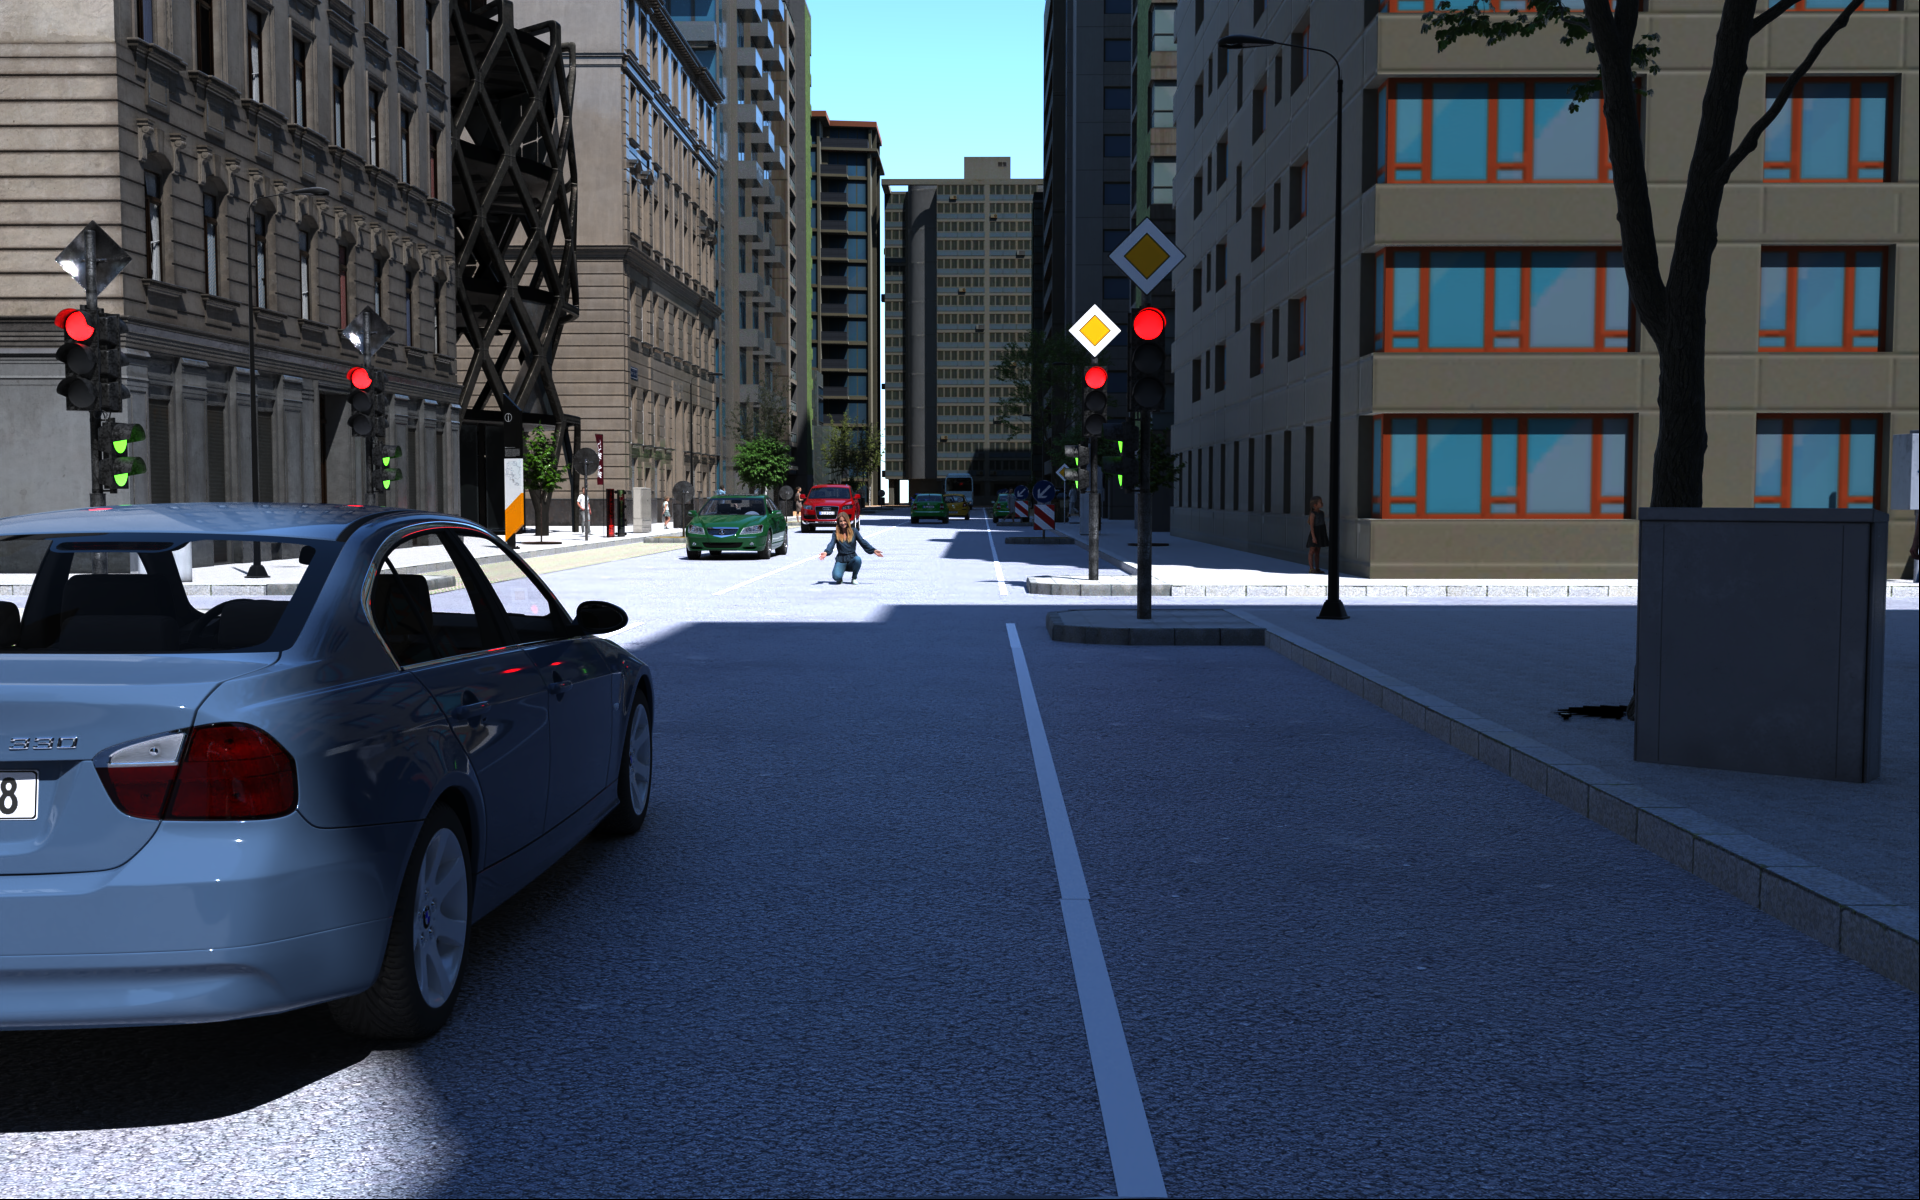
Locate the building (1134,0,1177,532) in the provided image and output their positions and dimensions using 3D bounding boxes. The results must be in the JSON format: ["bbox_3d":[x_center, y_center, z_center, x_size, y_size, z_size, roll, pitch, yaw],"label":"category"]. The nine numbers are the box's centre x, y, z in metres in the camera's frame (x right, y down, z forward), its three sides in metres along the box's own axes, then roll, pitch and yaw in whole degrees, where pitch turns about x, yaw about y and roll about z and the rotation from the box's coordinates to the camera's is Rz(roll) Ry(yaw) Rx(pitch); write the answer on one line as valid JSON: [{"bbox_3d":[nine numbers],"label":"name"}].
[{"bbox_3d":[13.472,-23.282,64.263,14.154,41.232,14.086,0,4,1],"label":"building"}]

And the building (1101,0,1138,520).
[{"bbox_3d":[17.710,-39.783,88.707,20.563,71.187,20.611,0,4,1],"label":"building"}]

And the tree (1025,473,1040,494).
[{"bbox_3d":[6.677,-9.841,155.509,1.663,3.219,1.824,0,3,0],"label":"tree"}]

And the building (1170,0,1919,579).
[{"bbox_3d":[20.806,-11.872,39.143,28.899,21.520,27.650,0,4,1],"label":"building"}]

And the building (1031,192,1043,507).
[{"bbox_3d":[13.866,-24.222,167.737,14.160,30.474,14.107,0,4,1],"label":"building"}]

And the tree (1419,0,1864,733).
[{"bbox_3d":[3.872,-5.112,9.343,9.928,11.665,9.643,0,3,0],"label":"tree"}]

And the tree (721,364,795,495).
[{"bbox_3d":[-11.101,-9.024,97.903,4.360,8.622,3.978,0,3,0],"label":"tree"}]

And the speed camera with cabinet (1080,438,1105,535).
[{"bbox_3d":[4.191,-3.688,54.635,0.660,3.252,2.038,1,4,11],"label":"speed camera with cabinet"}]

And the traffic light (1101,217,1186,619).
[{"bbox_3d":[1.878,-1.761,17.721,0.839,4.253,0.868,0,4,1],"label":"traffic light"}]

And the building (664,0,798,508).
[{"bbox_3d":[-23.729,-30.366,116.100,23.786,49.044,30.456,0,4,1],"label":"building"}]

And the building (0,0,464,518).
[{"bbox_3d":[-17.888,-11.442,36.223,9.793,20.994,18.267,0,4,1],"label":"building"}]

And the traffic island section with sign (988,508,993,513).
[{"bbox_3d":[3.226,-7.325,128.399,1.989,1.847,2.006,0,4,1],"label":"traffic island section with sign"}]

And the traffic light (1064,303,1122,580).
[{"bbox_3d":[1.972,-2.250,25.705,0.839,4.253,0.868,0,4,1],"label":"traffic light"}]

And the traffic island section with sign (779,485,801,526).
[{"bbox_3d":[-7.879,-4.291,78.780,1.989,1.847,2.006,0,4,1],"label":"traffic island section with sign"}]

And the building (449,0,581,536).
[{"bbox_3d":[-20.781,-11.400,53.838,16.820,18.784,16.811,0,4,1],"label":"building"}]

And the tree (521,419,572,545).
[{"bbox_3d":[-10.655,-3.049,44.445,1.663,3.219,1.824,0,3,0],"label":"tree"}]

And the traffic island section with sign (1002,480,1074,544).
[{"bbox_3d":[2.311,-2.556,50.416,1.989,1.847,2.006,0,4,1],"label":"traffic island section with sign"}]

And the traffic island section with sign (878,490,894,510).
[{"bbox_3d":[-6.982,-8.977,155.402,1.989,1.847,2.006,0,4,1],"label":"traffic island section with sign"}]

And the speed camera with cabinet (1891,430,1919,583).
[{"bbox_3d":[14.616,-1.877,25.018,2.038,3.252,0.660,0,4,0],"label":"speed camera with cabinet"}]

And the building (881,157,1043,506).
[{"bbox_3d":[3.109,-31.208,202.138,23.993,40.220,32.217,0,4,1],"label":"building"}]

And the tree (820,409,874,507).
[{"bbox_3d":[-10.467,-12.280,151.133,4.737,8.622,4.395,0,3,0],"label":"tree"}]

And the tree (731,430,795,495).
[{"bbox_3d":[-10.071,-6.432,88.881,4.285,4.588,4.351,0,3,0],"label":"tree"}]

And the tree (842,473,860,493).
[{"bbox_3d":[-9.761,-9.906,156.571,1.663,3.219,1.824,0,3,0],"label":"tree"}]

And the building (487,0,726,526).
[{"bbox_3d":[-18.859,-17.345,80.856,12.463,27.353,25.104,0,4,1],"label":"building"}]

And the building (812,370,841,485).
[{"bbox_3d":[-27.701,-51.982,162.583,31.000,86.520,22.319,0,4,1],"label":"building"}]

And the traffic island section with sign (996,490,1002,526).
[{"bbox_3d":[2.635,-4.232,77.825,1.989,1.847,2.006,0,4,1],"label":"traffic island section with sign"}]

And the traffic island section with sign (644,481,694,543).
[{"bbox_3d":[-8.210,-2.610,51.296,1.989,1.847,2.006,0,4,1],"label":"traffic island section with sign"}]

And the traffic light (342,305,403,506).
[{"bbox_3d":[-8.789,-2.257,25.815,0.839,4.253,0.868,0,4,1],"label":"traffic light"}]

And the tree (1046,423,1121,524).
[{"bbox_3d":[5.418,-5.618,75.572,4.285,4.588,4.351,0,3,0],"label":"tree"}]

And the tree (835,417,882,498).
[{"bbox_3d":[-9.426,-13.010,163.072,4.360,8.622,3.978,0,3,0],"label":"tree"}]

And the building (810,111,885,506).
[{"bbox_3d":[-23.373,-33.219,197.758,28.867,44.769,22.147,0,4,1],"label":"building"}]

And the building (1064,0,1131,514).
[{"bbox_3d":[18.064,-35.606,124.149,21.231,58.520,28.212,0,4,1],"label":"building"}]

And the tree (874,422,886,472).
[{"bbox_3d":[-9.334,-13.874,177.196,4.737,8.622,4.395,0,3,0],"label":"tree"}]

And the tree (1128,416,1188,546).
[{"bbox_3d":[4.821,-2.960,42.992,1.663,3.219,1.824,0,3,0],"label":"tree"}]

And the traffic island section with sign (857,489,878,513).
[{"bbox_3d":[-7.295,-7.329,128.449,1.989,1.847,2.006,0,4,1],"label":"traffic island section with sign"}]

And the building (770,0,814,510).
[{"bbox_3d":[-19.519,-27.851,138.963,14.154,41.232,14.086,0,4,1],"label":"building"}]

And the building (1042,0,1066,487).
[{"bbox_3d":[18.203,-32.148,149.313,21.300,48.544,21.600,0,4,1],"label":"building"}]
